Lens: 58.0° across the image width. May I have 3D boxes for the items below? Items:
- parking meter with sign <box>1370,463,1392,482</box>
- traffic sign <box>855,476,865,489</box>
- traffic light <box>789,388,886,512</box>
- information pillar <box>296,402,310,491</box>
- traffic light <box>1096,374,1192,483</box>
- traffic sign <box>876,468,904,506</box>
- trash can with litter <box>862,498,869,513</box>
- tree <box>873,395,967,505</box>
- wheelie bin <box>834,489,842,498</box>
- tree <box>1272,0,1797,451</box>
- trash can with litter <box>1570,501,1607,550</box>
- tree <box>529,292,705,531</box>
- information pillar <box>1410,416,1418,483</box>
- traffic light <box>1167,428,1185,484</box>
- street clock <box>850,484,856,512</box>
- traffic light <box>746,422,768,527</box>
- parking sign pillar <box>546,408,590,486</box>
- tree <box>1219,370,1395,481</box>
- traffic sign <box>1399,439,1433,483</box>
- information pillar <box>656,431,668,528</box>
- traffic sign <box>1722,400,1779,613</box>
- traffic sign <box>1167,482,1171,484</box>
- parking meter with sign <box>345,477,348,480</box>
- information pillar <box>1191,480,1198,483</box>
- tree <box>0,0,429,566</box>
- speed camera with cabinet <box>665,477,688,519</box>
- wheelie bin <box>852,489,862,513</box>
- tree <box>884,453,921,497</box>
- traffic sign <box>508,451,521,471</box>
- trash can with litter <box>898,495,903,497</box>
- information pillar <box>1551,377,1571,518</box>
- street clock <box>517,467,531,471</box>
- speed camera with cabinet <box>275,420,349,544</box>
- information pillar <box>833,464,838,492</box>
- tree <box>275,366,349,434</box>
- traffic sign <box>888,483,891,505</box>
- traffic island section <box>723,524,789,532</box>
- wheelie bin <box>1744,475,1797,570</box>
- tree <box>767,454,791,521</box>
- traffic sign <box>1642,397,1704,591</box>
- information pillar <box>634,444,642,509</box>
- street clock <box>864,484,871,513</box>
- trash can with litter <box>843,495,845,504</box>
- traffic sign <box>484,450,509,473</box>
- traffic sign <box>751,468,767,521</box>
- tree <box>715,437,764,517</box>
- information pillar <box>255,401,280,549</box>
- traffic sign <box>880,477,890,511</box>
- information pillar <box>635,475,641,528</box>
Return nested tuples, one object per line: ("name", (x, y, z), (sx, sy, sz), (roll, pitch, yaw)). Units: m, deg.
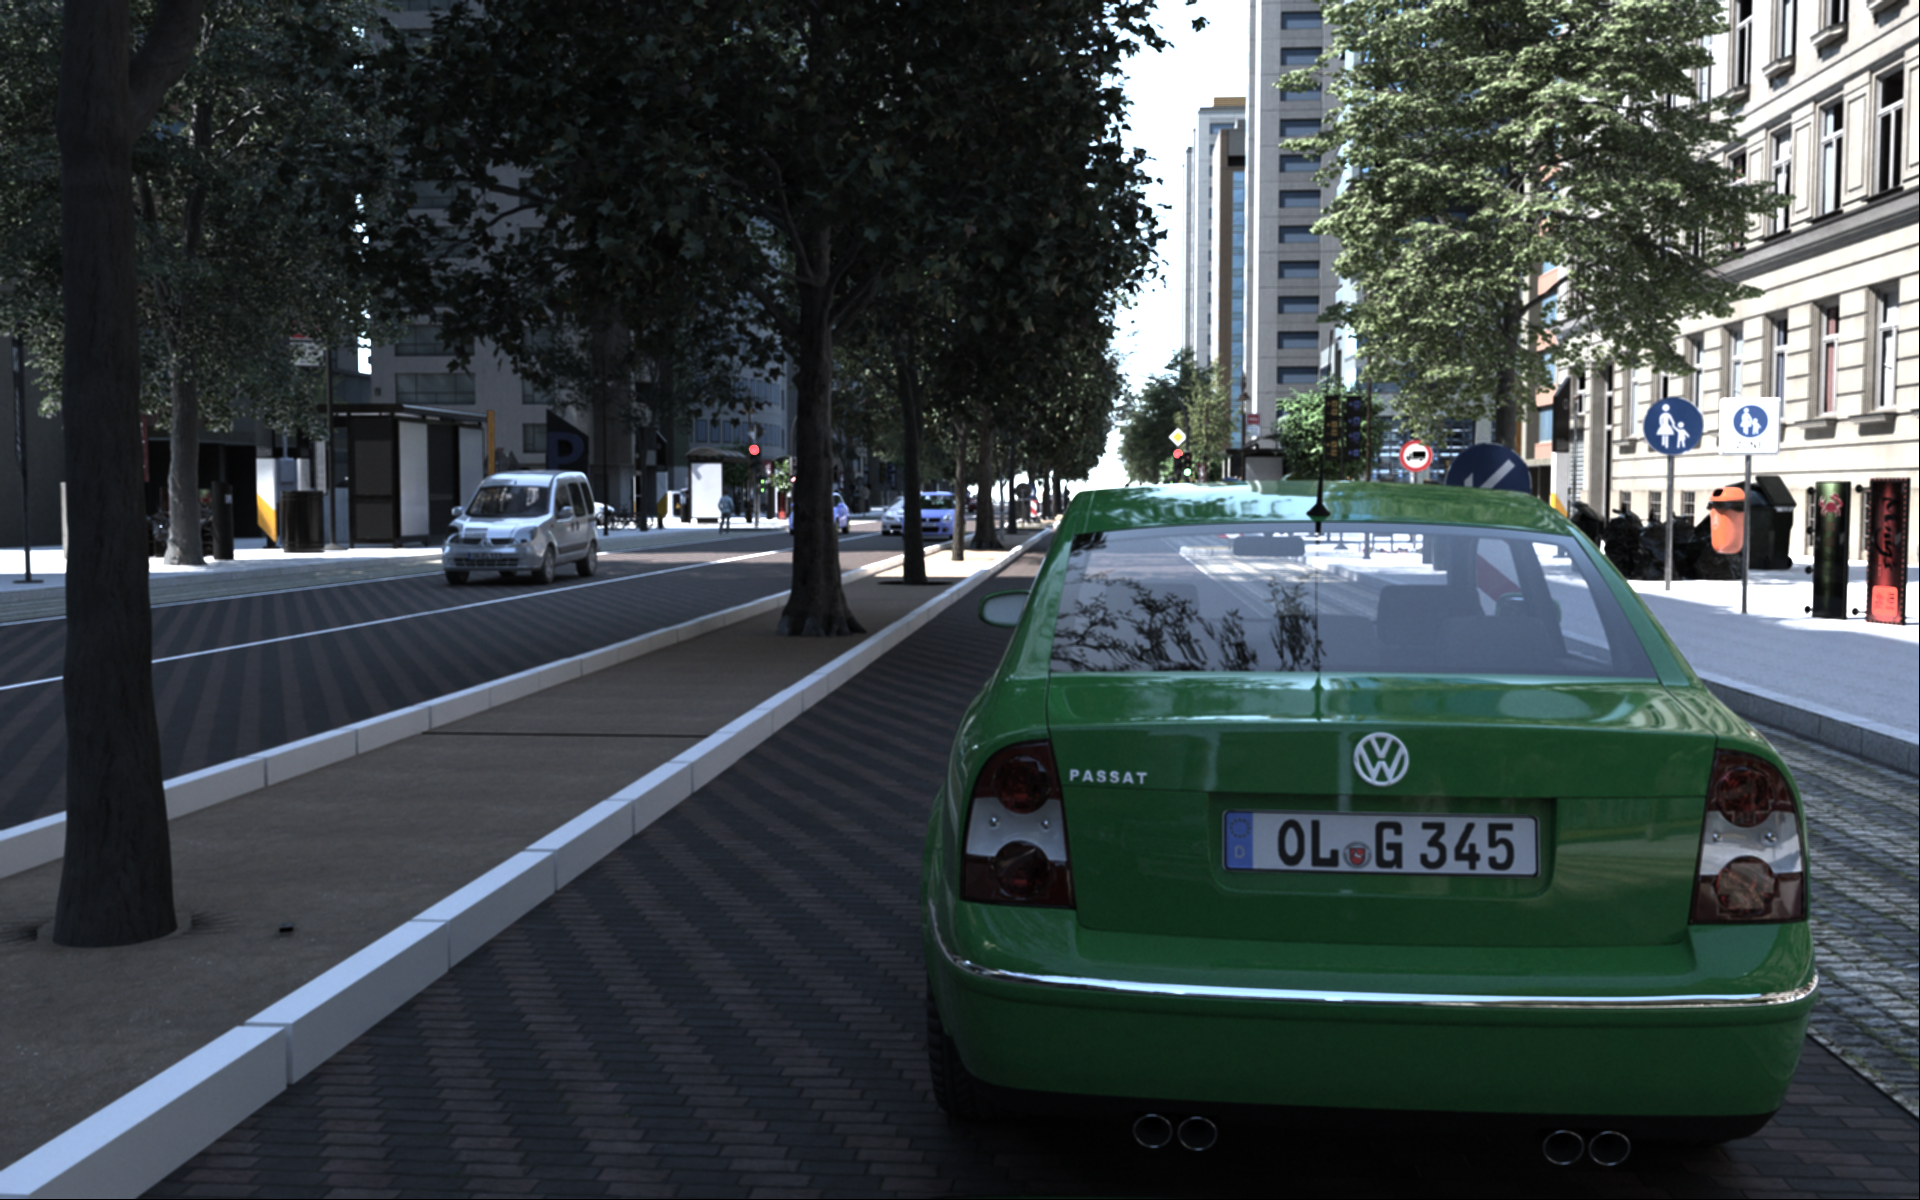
("parking meter with sign", (23.191, -6.143, 96.698), (1.738, 3.016, 0.543), (1, 4, 17))
("traffic sign", (-7.127, -7.527, 123.168), (0.768, 2.556, 0.104), (1, 4, 11))
("traffic light", (-5.106, -6.115, 74.648), (4.771, 5.953, 1.251), (0, 4, 5))
("information pillar", (-15.346, -3.004, 40.475), (0.183, 3.616, 0.504), (0, 4, 6))
("traffic light", (6.461, -5.557, 65.526), (4.771, 5.953, 1.251), (0, 4, 5))
("traffic sign", (-5.355, -8.571, 134.009), (2.265, 3.308, 0.079), (1, 4, 10))
("trash can with litter", (-6.501, -6.544, 118.380), (0.624, 1.170, 1.055), (0, 4, -3))
("tree", (-4.518, -13.951, 146.220), (7.486, 12.596, 7.792), (0, 3, 0))
("wheelie bin", (-8.265, -6.626, 116.238), (0.693, 1.594, 0.980), (0, 4, 6))
("tree", (8.727, -6.648, 26.830), (7.486, 12.596, 7.792), (0, 3, 0))
("trash can with litter", (10.495, -1.036, 28.331), (1.055, 1.170, 0.624), (3, 5, 45))
("tree", (-11.034, -7.628, 59.135), (8.767, 10.594, 7.601), (1, 4, 16))
("information pillar", (11.901, -3.308, 45.439), (0.183, 3.616, 0.504), (2, 4, 28))
("traffic light", (9.209, -5.170, 73.454), (0.839, 4.253, 0.868), (0, 4, 5))
("street clock", (-7.811, -7.438, 126.188), (0.358, 2.002, 0.471), (-3, 4, -36))
("traffic light", (-7.854, -4.765, 66.826), (0.839, 4.253, 0.868), (0, 4, 5))
("parking sign pillar", (-12.305, -4.029, 54.347), (1.447, 3.967, 1.447), (0, 4, -5))
("tree", (9.886, -3.809, 45.999), (4.285, 4.588, 4.351), (0, 3, 0))
("traffic sign", (10.589, -2.457, 40.273), (0.768, 2.556, 0.104), (1, 4, 14))
("information pillar", (-11.123, -4.480, 64.596), (0.504, 3.616, 0.183), (2, 4, 32))
("traffic sign", (8.445, -1.006, 18.582), (0.606, 2.300, 0.079), (0, 4, 8))
("traffic sign", (15.087, -7.532, 123.251), (0.768, 2.556, 0.104), (1, 4, 14))
("parking meter with sign", (-27.824, -5.090, 79.485), (1.738, 3.016, 0.543), (3, 5, 42))
("information pillar", (12.004, -5.151, 88.703), (0.304, 2.012, 0.304), (2, 4, 29))
("tree", (-14.003, -7.599, 30.891), (9.857, 13.997, 8.962), (0, 3, 0))
("speed camera with cabinet", (-14.620, -5.942, 91.488), (0.660, 3.252, 2.038), (3, 5, 44))
("wheelie bin", (-6.898, -6.625, 116.227), (0.693, 1.594, 0.980), (-1, 4, -14))
("tree", (-4.751, -9.504, 139.110), (4.285, 4.588, 4.351), (0, 3, 0))
("traffic sign", (-13.457, -3.179, 51.980), (0.884, 2.594, 0.081), (1, 4, 10))
("trash can with litter", (-4.957, -8.449, 149.533), (1.055, 1.170, 0.624), (-2, 4, -32))
("information pillar", (11.956, -2.637, 34.475), (0.504, 3.616, 0.183), (-3, 4, -39))
("street clock", (-11.711, -2.571, 46.608), (0.471, 2.002, 0.358), (-1, 4, -17))
("speed camera with cabinet", (-16.864, -3.094, 44.920), (2.038, 3.252, 0.660), (-3, 5, -42))
("information pillar", (-9.735, -8.766, 134.675), (0.504, 3.616, 0.183), (0, 4, -7))
("tree", (-34.010, -8.551, 90.166), (4.737, 8.622, 4.395), (0, 3, 0))
("traffic sign", (-5.164, -7.871, 128.798), (0.768, 2.556, 0.104), (0, 4, 5))
("traffic island section", (-7.893, -2.733, 66.964), (2.009, 0.180, 2.903), (0, 4, 5))
("wheelie bin", (13.719, -1.320, 29.488), (0.980, 1.594, 0.693), (-2, 4, -30))
("tree", (-8.377, -5.468, 84.008), (1.663, 3.219, 1.824), (0, 3, 0))
("traffic sign", (9.343, -1.387, 22.783), (0.768, 2.556, 0.104), (0, 4, 7))
("information pillar", (-14.986, -5.460, 80.631), (0.183, 3.616, 0.504), (2, 4, 32))
("street clock", (-6.390, -7.061, 120.017), (0.471, 2.002, 0.358), (0, 4, -4))
("trash can with litter", (-9.700, -8.061, 142.854), (1.678, 1.210, 2.233), (1, 4, 15))
("traffic sign", (-13.543, -3.091, 50.637), (0.768, 2.556, 0.104), (0, 4, 8))
("traffic sign", (-9.399, -4.948, 81.006), (0.768, 2.556, 0.104), (1, 4, 10))
("tree", (-12.724, -7.074, 99.380), (4.285, 4.588, 4.351), (0, 3, 0))
("information pillar", (-16.119, -2.991, 40.257), (0.504, 3.616, 0.183), (1, 4, 17))
("traffic sign", (-5.501, -7.750, 126.812), (0.768, 2.556, 0.104), (1, 4, 14))
("information pillar", (-12.131, -3.746, 65.736), (0.304, 2.012, 0.304), (1, 4, 22))
